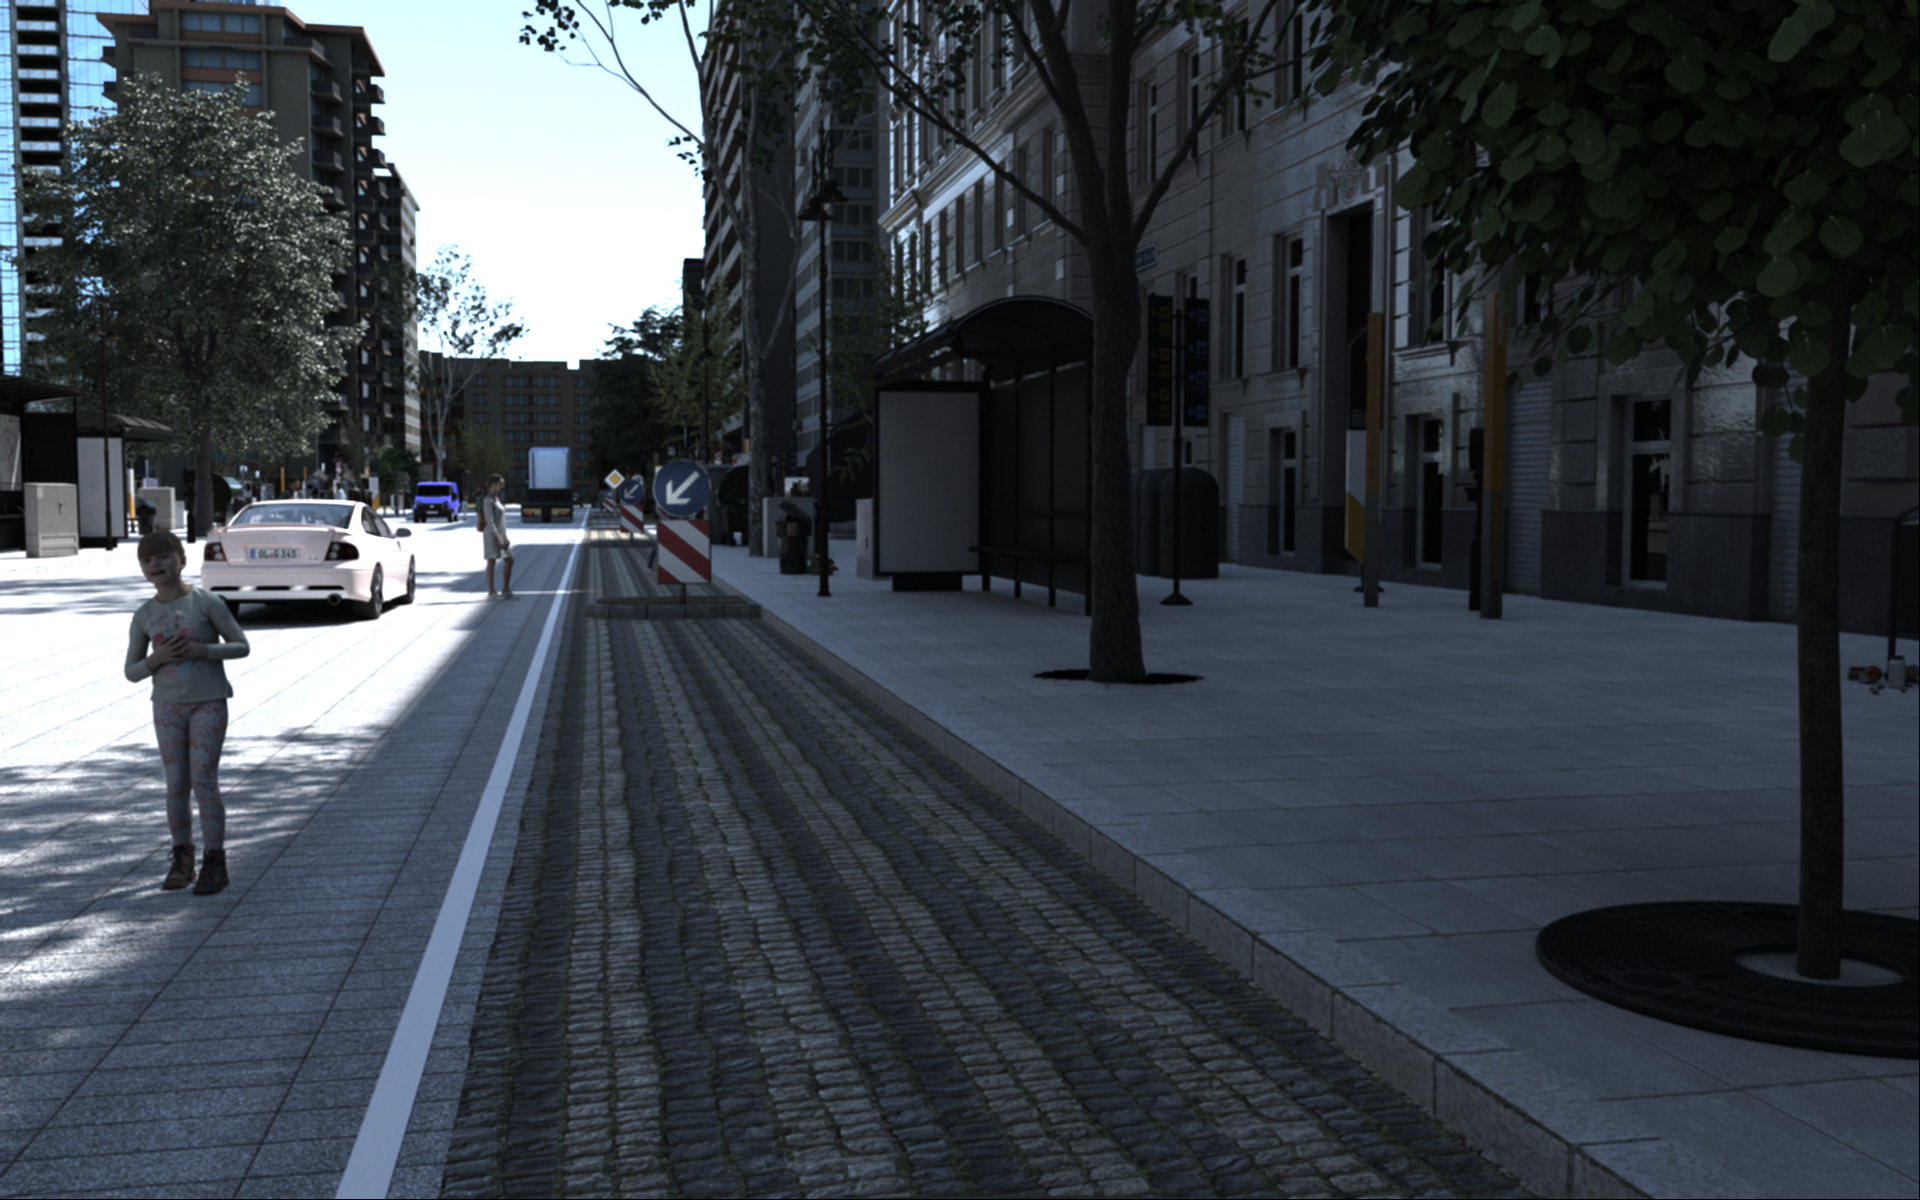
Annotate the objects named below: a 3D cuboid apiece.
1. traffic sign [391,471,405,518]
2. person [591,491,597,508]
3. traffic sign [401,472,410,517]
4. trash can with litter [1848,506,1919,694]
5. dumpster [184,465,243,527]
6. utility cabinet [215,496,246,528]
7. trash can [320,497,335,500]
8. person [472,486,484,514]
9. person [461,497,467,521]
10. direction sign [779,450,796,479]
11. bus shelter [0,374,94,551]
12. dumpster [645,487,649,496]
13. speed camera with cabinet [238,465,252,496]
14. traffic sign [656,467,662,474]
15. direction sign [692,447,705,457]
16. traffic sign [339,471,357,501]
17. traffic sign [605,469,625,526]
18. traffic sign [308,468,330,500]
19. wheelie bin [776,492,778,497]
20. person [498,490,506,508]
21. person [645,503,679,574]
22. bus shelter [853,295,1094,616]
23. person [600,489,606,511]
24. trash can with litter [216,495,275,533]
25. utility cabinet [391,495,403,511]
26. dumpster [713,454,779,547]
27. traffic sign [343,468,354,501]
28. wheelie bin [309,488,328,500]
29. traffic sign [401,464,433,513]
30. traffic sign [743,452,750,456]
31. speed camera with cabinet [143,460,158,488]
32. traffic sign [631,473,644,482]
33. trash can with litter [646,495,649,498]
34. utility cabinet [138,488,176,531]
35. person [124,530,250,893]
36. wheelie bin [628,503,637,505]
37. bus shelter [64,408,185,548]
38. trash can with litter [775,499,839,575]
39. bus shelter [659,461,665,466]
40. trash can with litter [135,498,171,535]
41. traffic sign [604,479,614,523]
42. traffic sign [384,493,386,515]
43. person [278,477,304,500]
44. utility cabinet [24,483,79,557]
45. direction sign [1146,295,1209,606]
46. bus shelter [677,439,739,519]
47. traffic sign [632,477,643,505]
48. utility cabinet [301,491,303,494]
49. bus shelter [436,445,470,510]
[{"bbox_3d":[-30.744,-5.783,94.650,0.768,2.556,0.104,-1,4,-9],"label":"traffic sign"},{"bbox_3d":[-36.380,-9.974,172.123,0.434,1.755,0.990,-3,5,-40],"label":"person"},{"bbox_3d":[-31.571,-6.005,98.281,0.768,2.556,0.104,-1,4,-10],"label":"traffic sign"},{"bbox_3d":[6.966,-0.035,11.623,2.233,1.210,1.678,0,4,1],"label":"trash can with litter"},{"bbox_3d":[-24.991,-3.394,57.978,1.502,2.255,1.985,-1,4,-12],"label":"dumpster"},{"bbox_3d":[-26.697,-3.195,63.400,1.020,1.237,0.306,-3,4,-37],"label":"utility cabinet"},{"bbox_3d":[-26.926,-3.811,73.961,0.748,1.137,0.748,0,3,0],"label":"trash can"},{"bbox_3d":[-22.741,-4.484,82.055,0.600,1.795,0.529,1,4,12],"label":"person"},{"bbox_3d":[-26.276,-4.840,91.912,0.425,1.301,0.394,1,4,21],"label":"person"},{"bbox_3d":[-8.788,-5.894,88.357,0.876,3.537,0.379,-1,4,-18],"label":"direction sign"},{"bbox_3d":[-20.156,-2.786,36.830,1.731,3.624,6.357,-1,4,-12],"label":"bus shelter"},{"bbox_3d":[-25.723,-8.398,139.796,1.502,2.255,1.985,-1,4,-12],"label":"dumpster"},{"bbox_3d":[-48.134,-7.392,115.193,0.660,3.252,2.038,2,4,28],"label":"speed camera with cabinet"},{"bbox_3d":[-10.809,-3.737,63.227,0.606,2.300,0.079,-1,4,-10],"label":"traffic sign"},{"bbox_3d":[-12.759,-5.638,84.171,0.876,3.537,0.379,2,4,27],"label":"direction sign"},{"bbox_3d":[-26.361,-4.341,74.624,0.795,2.450,0.064,-1,4,-12],"label":"traffic sign"},{"bbox_3d":[-13.750,-4.004,69.103,0.795,2.450,0.064,-1,4,-12],"label":"traffic sign"},{"bbox_3d":[-24.706,-3.864,66.812,0.795,2.450,0.064,-1,4,-12],"label":"traffic sign"},{"bbox_3d":[-12.210,-6.404,112.619,0.980,1.594,0.693,-2,4,-30],"label":"wheelie bin"},{"bbox_3d":[-37.318,-8.093,141.019,0.583,1.804,0.606,1,4,16],"label":"person"},{"bbox_3d":[-5.257,-1.324,30.734,0.643,1.750,0.593,1,4,22],"label":"person"},{"bbox_3d":[0.163,-1.617,20.369,2.014,3.302,5.546,-1,4,-12],"label":"bus shelter"},{"bbox_3d":[-27.789,-7.718,134.869,0.537,1.800,0.526,-3,5,-44],"label":"person"},{"bbox_3d":[-23.433,-2.719,55.511,1.678,1.210,2.233,1,4,22],"label":"trash can with litter"},{"bbox_3d":[-44.061,-7.608,135.555,0.306,1.237,1.020,2,4,30],"label":"utility cabinet"},{"bbox_3d":[-5.318,-2.477,42.987,1.502,2.255,1.985,-1,4,-12],"label":"dumpster"},{"bbox_3d":[-30.539,-5.263,86.150,0.768,2.556,0.104,0,4,-3],"label":"traffic sign"},{"bbox_3d":[-31.618,-4.744,85.466,0.693,1.594,0.980,1,4,20],"label":"wheelie bin"},{"bbox_3d":[-37.358,-7.652,118.977,2.265,3.308,0.079,0,4,-5],"label":"traffic sign"},{"bbox_3d":[-6.484,-3.235,53.005,0.768,2.556,0.104,0,4,-5],"label":"traffic sign"},{"bbox_3d":[-46.144,-6.438,99.595,2.038,3.252,0.660,2,4,33],"label":"speed camera with cabinet"},{"bbox_3d":[-19.244,-6.317,103.386,0.768,2.556,0.104,0,4,-6],"label":"traffic sign"},{"bbox_3d":[-24.079,-7.345,131.153,2.233,1.210,1.678,-3,5,-44],"label":"trash can with litter"},{"bbox_3d":[-27.840,-3.141,60.027,1.173,1.500,0.318,0,4,5],"label":"utility cabinet"},{"bbox_3d":[-2.808,0.396,6.303,0.425,1.301,0.394,-1,4,-22],"label":"person"},{"bbox_3d":[-23.308,-7.063,123.392,0.693,1.594,0.980,2,4,32],"label":"wheelie bin"},{"bbox_3d":[-21.236,-3.045,43.715,2.014,3.302,5.546,-1,4,-12],"label":"bus shelter"},{"bbox_3d":[-2.433,-0.998,27.702,1.055,1.170,0.624,2,4,26],"label":"trash can with litter"},{"bbox_3d":[-16.728,-6.537,100.796,2.014,3.302,5.546,-1,4,-12],"label":"bus shelter"},{"bbox_3d":[-25.070,-2.597,53.852,1.055,1.170,0.624,0,4,6],"label":"trash can with litter"},{"bbox_3d":[-15.405,-4.482,76.915,0.795,2.450,0.064,-1,4,-12],"label":"traffic sign"},{"bbox_3d":[-35.609,-6.549,107.184,0.768,2.556,0.104,0,4,-6],"label":"traffic sign"},{"bbox_3d":[-15.141,-1.896,39.491,0.794,1.824,0.713,-3,4,-38],"label":"person"},{"bbox_3d":[-18.394,-1.615,35.092,0.318,1.500,1.173,1,4,10],"label":"utility cabinet"},{"bbox_3d":[2.512,-1.713,20.000,0.876,3.537,0.379,-2,4,-31],"label":"direction sign"},{"bbox_3d":[-9.661,-4.425,66.276,2.014,3.302,5.546,-1,4,-12],"label":"bus shelter"},{"bbox_3d":[-18.507,-5.953,99.455,0.606,2.300,0.079,0,4,-7],"label":"traffic sign"},{"bbox_3d":[-42.663,-6.294,111.582,1.173,1.500,0.318,2,4,28],"label":"utility cabinet"},{"bbox_3d":[-42.175,-10.185,144.158,2.179,5.291,8.768,-1,4,-12],"label":"bus shelter"}]
